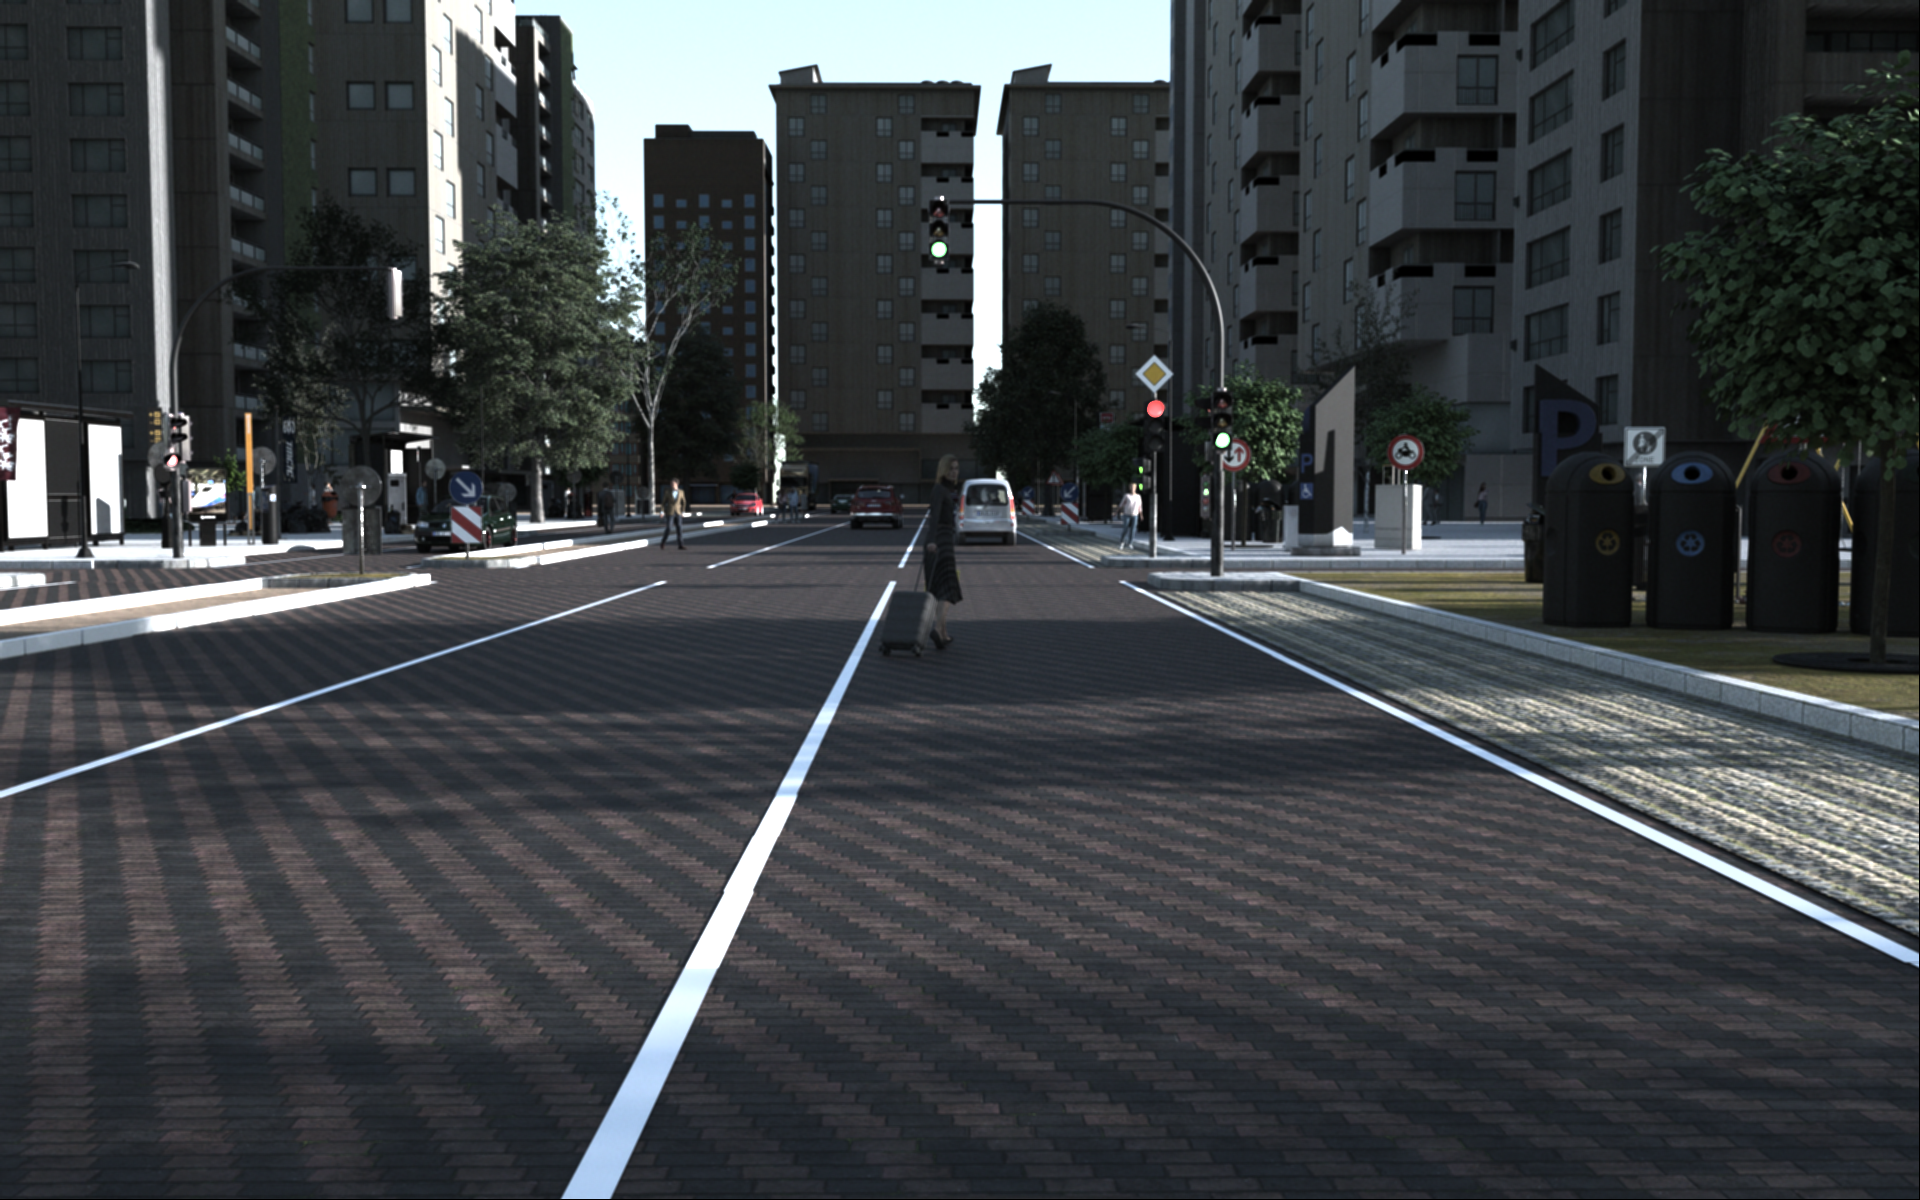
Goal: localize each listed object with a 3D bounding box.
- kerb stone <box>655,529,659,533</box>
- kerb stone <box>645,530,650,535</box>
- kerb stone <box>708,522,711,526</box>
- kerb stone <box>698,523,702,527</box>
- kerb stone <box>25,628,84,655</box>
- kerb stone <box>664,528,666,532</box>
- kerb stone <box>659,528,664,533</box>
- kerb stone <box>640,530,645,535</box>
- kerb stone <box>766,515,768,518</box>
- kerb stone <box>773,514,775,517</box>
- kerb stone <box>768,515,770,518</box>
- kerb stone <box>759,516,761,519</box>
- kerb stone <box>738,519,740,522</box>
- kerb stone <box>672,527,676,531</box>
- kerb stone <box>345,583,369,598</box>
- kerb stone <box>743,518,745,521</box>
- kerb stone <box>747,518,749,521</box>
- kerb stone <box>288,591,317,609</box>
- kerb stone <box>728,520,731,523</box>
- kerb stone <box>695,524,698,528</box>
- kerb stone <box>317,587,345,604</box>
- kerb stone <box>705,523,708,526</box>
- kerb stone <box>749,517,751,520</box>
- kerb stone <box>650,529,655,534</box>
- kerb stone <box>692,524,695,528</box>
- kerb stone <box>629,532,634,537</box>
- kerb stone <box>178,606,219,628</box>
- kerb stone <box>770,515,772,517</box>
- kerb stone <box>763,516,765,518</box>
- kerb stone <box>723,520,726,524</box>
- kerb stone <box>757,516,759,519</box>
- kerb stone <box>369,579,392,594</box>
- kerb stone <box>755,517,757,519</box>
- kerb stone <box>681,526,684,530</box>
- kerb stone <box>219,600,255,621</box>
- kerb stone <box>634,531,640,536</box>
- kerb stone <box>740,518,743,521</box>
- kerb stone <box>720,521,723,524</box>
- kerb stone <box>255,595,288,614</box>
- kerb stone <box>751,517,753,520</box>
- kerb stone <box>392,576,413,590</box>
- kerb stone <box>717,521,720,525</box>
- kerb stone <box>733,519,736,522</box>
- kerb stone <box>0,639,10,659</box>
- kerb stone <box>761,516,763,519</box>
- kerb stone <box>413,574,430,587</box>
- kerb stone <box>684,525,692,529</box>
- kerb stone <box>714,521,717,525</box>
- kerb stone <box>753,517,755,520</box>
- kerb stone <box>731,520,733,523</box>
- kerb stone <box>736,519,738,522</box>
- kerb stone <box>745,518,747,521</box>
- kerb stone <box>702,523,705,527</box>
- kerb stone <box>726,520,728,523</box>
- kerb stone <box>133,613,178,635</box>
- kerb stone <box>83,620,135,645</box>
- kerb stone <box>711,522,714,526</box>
[{"bbox_3d":[-11.093,-2.465,62.549,0.120,0.150,1.000,0,4,-1],"label":"kerb stone"},{"bbox_3d":[-11.068,-2.343,60.503,0.120,0.150,1.000,0,4,-1],"label":"kerb stone"},{"bbox_3d":[-11.278,-3.345,76.878,0.120,0.150,1.000,0,4,-1],"label":"kerb stone"},{"bbox_3d":[-11.233,-3.157,73.807,0.120,0.150,1.000,0,4,-1],"label":"kerb stone"},{"bbox_3d":[-8.383,0.387,15.915,0.120,0.150,1.000,0,4,-1],"label":"kerb stone"},{"bbox_3d":[-11.110,-2.594,64.599,0.120,0.150,1.000,0,4,-1],"label":"kerb stone"},{"bbox_3d":[-11.103,-2.526,63.577,0.120,0.150,1.000,0,4,-1],"label":"kerb stone"},{"bbox_3d":[-11.052,-2.280,59.477,0.120,0.150,1.000,0,4,-1],"label":"kerb stone"},{"bbox_3d":[-11.608,-4.912,102.514,0.120,0.150,1.000,0,4,-1],"label":"kerb stone"},{"bbox_3d":[-11.659,-5.163,106.604,0.120,0.150,1.000,0,4,-1],"label":"kerb stone"},{"bbox_3d":[-11.621,-4.974,103.536,0.120,0.150,1.000,0,4,-1],"label":"kerb stone"},{"bbox_3d":[-11.560,-4.662,98.415,0.120,0.150,1.000,0,4,-1],"label":"kerb stone"},{"bbox_3d":[-11.423,-4.030,88.150,0.120,0.150,1.000,0,4,-1],"label":"kerb stone"},{"bbox_3d":[-11.149,-2.719,66.644,0.120,0.150,1.000,0,4,-1],"label":"kerb stone"},{"bbox_3d":[-8.498,-0.110,24.122,0.120,0.150,1.000,0,4,-1],"label":"kerb stone"},{"bbox_3d":[-11.454,-4.158,90.200,0.120,0.150,1.000,0,4,-1],"label":"kerb stone"},{"bbox_3d":[-11.474,-4.285,92.250,0.120,0.150,1.000,0,4,-1],"label":"kerb stone"},{"bbox_3d":[-8.464,0.010,22.075,0.120,0.150,1.000,0,4,-1],"label":"kerb stone"},{"bbox_3d":[-11.366,-3.783,84.047,0.120,0.150,1.000,0,4,-1],"label":"kerb stone"},{"bbox_3d":[-11.225,-3.094,72.779,0.120,0.150,1.000,0,4,-1],"label":"kerb stone"},{"bbox_3d":[-8.475,-0.055,23.097,0.120,0.150,1.000,0,4,-1],"label":"kerb stone"},{"bbox_3d":[-11.258,-3.278,75.855,0.120,0.150,1.000,0,4,-1],"label":"kerb stone"},{"bbox_3d":[-11.493,-4.348,93.280,0.120,0.150,1.000,0,4,-1],"label":"kerb stone"},{"bbox_3d":[-11.070,-2.406,61.527,0.120,0.150,1.000,0,4,-1],"label":"kerb stone"},{"bbox_3d":[-11.213,-3.031,71.757,0.120,0.150,1.000,0,4,-1],"label":"kerb stone"},{"bbox_3d":[-11.027,-2.155,57.429,0.120,0.150,1.000,0,4,-1],"label":"kerb stone"},{"bbox_3d":[-8.423,0.199,18.999,0.120,0.150,1.000,0,4,-1],"label":"kerb stone"},{"bbox_3d":[-11.639,-5.038,104.558,0.120,0.150,1.000,0,4,-1],"label":"kerb stone"},{"bbox_3d":[-11.591,-4.787,100.468,0.120,0.150,1.000,0,4,-1],"label":"kerb stone"},{"bbox_3d":[-11.340,-3.655,82.003,0.120,0.150,1.000,0,4,-1],"label":"kerb stone"},{"bbox_3d":[-11.537,-4.598,97.379,0.120,0.150,1.000,0,4,-1],"label":"kerb stone"},{"bbox_3d":[-8.508,-0.174,25.144,0.120,0.150,1.000,0,4,-1],"label":"kerb stone"},{"bbox_3d":[-11.530,-4.531,96.349,0.120,0.150,1.000,0,4,-1],"label":"kerb stone"},{"bbox_3d":[-11.167,-2.844,68.690,0.120,0.150,1.000,0,4,-1],"label":"kerb stone"},{"bbox_3d":[-8.443,0.132,20.031,0.120,0.150,1.000,0,4,-1],"label":"kerb stone"},{"bbox_3d":[-11.038,-2.213,58.452,0.120,0.150,1.000,0,4,-1],"label":"kerb stone"},{"bbox_3d":[-11.439,-4.096,89.172,0.120,0.150,1.000,0,4,-1],"label":"kerb stone"},{"bbox_3d":[-11.338,-3.594,80.975,0.120,0.150,1.000,0,4,-1],"label":"kerb stone"},{"bbox_3d":[-8.448,0.070,21.053,0.120,0.150,1.000,0,4,-1],"label":"kerb stone"},{"bbox_3d":[-11.504,-4.410,94.304,0.120,0.150,1.000,0,4,-1],"label":"kerb stone"},{"bbox_3d":[-8.520,-0.243,26.165,0.120,0.150,1.000,0,4,-1],"label":"kerb stone"},{"bbox_3d":[-11.318,-3.533,79.952,0.120,0.150,1.000,0,4,-1],"label":"kerb stone"},{"bbox_3d":[-11.398,-3.909,86.099,0.120,0.150,1.000,0,4,-1],"label":"kerb stone"},{"bbox_3d":[-8.368,0.450,14.888,0.120,0.150,1.000,0,4,-1],"label":"kerb stone"},{"bbox_3d":[-11.566,-4.722,99.437,0.120,0.150,1.000,0,4,-1],"label":"kerb stone"},{"bbox_3d":[-8.530,-0.306,27.198,0.120,0.150,1.000,0,4,-1],"label":"kerb stone"},{"bbox_3d":[-11.195,-2.969,70.735,0.120,0.150,1.000,0,4,-1],"label":"kerb stone"},{"bbox_3d":[-11.306,-3.470,78.924,0.120,0.150,1.000,0,4,-1],"label":"kerb stone"},{"bbox_3d":[-11.517,-4.470,95.327,0.120,0.150,1.000,0,4,-1],"label":"kerb stone"},{"bbox_3d":[-11.380,-3.842,85.077,0.120,0.150,1.000,0,4,-1],"label":"kerb stone"},{"bbox_3d":[-11.411,-3.971,87.123,0.120,0.150,1.000,0,4,-1],"label":"kerb stone"},{"bbox_3d":[-11.466,-4.219,91.228,0.120,0.150,1.000,0,4,-1],"label":"kerb stone"},{"bbox_3d":[-11.260,-3.219,74.832,0.120,0.150,1.000,0,4,-1],"label":"kerb stone"},{"bbox_3d":[-11.357,-3.720,83.025,0.120,0.150,1.000,0,4,-1],"label":"kerb stone"},{"bbox_3d":[-8.419,0.261,17.973,0.120,0.150,1.000,0,4,-1],"label":"kerb stone"},{"bbox_3d":[-8.389,0.323,16.943,0.120,0.150,1.000,0,4,-1],"label":"kerb stone"},{"bbox_3d":[-11.295,-3.407,77.902,0.120,0.150,1.000,0,4,-1],"label":"kerb stone"}]
